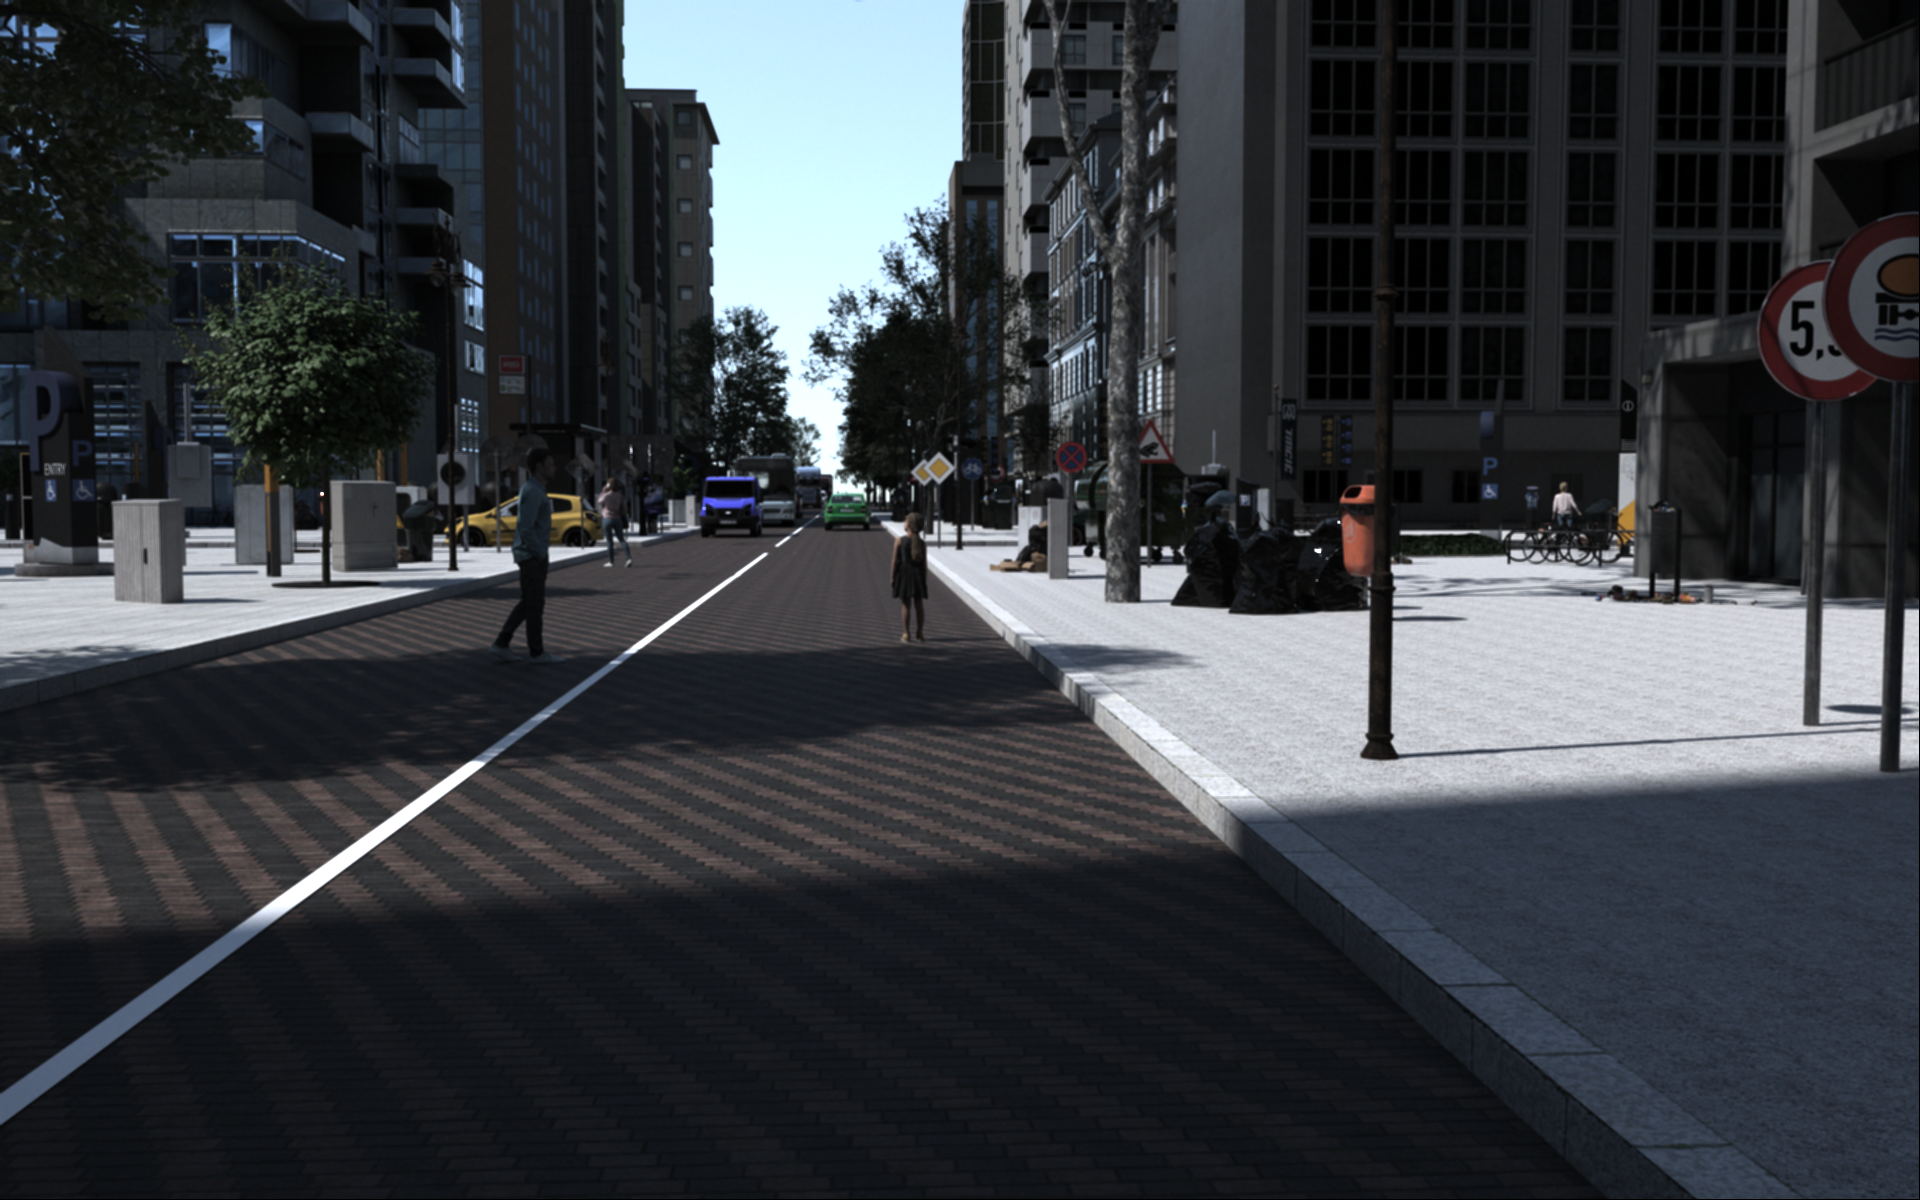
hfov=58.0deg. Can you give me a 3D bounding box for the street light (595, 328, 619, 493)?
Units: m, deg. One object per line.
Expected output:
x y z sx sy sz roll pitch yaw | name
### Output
-9.835 -4.625 48.406 0.468 5.910 1.993 0 4 -4 | street light

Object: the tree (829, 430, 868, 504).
-12.642 -19.881 235.416 12.009 13.543 11.850 0 3 0 | tree

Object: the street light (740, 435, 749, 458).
-13.875 -8.483 111.477 0.468 5.910 1.993 0 4 -4 | street light

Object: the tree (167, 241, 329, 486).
-20.038 -6.079 49.760 4.737 8.622 4.395 0 3 0 | tree

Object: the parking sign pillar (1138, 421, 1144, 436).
6.552 -4.536 62.639 1.447 3.967 1.447 -2 4 -24 | parking sign pillar

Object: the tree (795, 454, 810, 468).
-25.720 -20.216 280.893 4.737 8.622 4.395 0 3 0 | tree

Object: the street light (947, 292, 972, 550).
-0.012 -4.097 39.773 0.468 5.910 1.993 0 4 -4 | street light

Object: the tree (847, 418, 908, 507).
-8.027 -15.728 175.286 7.486 12.596 7.792 0 3 0 | tree

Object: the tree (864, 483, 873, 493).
-14.759 -17.481 280.417 1.663 3.219 1.824 0 3 0 | tree

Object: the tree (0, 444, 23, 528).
-36.608 -4.426 66.965 1.663 3.219 1.824 0 3 0 | tree

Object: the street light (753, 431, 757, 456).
-14.709 -9.292 124.719 0.468 5.910 1.993 0 4 -4 | street light

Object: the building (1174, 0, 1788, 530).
21.429 -16.719 66.857 24.014 27.812 14.314 0 4 -4 | building

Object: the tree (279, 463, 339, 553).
-14.618 -2.650 37.925 1.663 3.219 1.824 0 3 0 | tree

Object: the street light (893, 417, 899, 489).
-3.400 -7.277 91.766 0.468 5.910 1.993 0 4 -4 | street light

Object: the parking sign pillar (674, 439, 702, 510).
-13.280 -5.880 84.603 1.447 3.967 1.447 -2 4 -26 | parking sign pillar

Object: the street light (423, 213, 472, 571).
-8.479 -3.426 28.802 0.468 5.910 1.993 0 4 -4 | street light

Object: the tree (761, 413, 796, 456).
-16.402 -12.281 151.149 4.360 8.622 3.978 0 3 0 | tree

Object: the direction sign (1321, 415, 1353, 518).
10.760 -3.519 49.539 0.876 3.537 0.379 0 4 4 | direction sign

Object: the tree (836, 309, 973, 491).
-3.779 -12.723 114.683 9.857 13.997 8.962 0 3 0 | tree

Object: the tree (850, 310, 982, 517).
-2.567 -10.489 97.258 9.928 11.665 9.643 0 3 0 | tree

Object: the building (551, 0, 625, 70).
-32.788 -27.246 129.069 14.154 41.232 14.086 0 4 -4 | building

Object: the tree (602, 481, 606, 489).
-22.422 -7.177 111.940 1.663 3.219 1.824 0 3 0 | tree

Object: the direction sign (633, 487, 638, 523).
-14.564 -5.228 77.481 0.379 3.537 0.876 3 5 43 | direction sign

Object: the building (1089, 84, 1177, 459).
14.805 -15.058 87.993 13.314 21.916 24.055 0 4 -4 | building

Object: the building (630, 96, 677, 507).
-36.112 -29.901 172.480 14.154 41.232 14.086 0 4 -4 | building

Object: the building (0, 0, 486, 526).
-35.496 -47.014 81.345 22.319 86.520 31.000 0 4 -4 | building

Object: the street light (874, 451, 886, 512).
-6.253 -9.969 135.780 0.468 5.910 1.993 0 4 -4 | street light

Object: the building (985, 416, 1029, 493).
18.343 -29.725 177.886 32.217 40.220 23.993 0 4 -4 | building

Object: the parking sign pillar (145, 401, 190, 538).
-23.447 -3.816 50.857 1.447 3.967 1.447 -1 4 -9 | parking sign pillar

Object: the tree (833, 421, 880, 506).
-9.309 -16.767 191.151 9.611 12.733 9.660 0 3 0 | tree

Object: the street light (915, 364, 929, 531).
-1.333 -5.338 60.057 0.468 5.910 1.993 0 4 -4 | street light

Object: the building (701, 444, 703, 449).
-50.448 -34.465 255.386 32.217 40.220 23.993 0 4 -4 | building

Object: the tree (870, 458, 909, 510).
-5.613 -9.570 140.189 4.285 4.588 4.351 0 3 0 | tree

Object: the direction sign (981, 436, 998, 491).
1.149 -4.647 67.981 0.876 3.537 0.379 -3 5 -40 | direction sign

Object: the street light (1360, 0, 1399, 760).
2.042 -2.169 8.256 0.468 5.910 1.993 0 4 -4 | street light

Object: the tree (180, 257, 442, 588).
-8.963 -2.472 24.132 4.285 4.588 4.351 0 3 0 | tree

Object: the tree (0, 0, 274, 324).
-8.363 -5.642 10.378 7.486 12.596 7.792 0 3 0 | tree

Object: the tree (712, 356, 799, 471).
-17.017 -13.716 142.381 7.486 12.596 7.792 0 3 0 | tree

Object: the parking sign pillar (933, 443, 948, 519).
-0.812 -6.248 90.631 1.447 3.967 1.447 -1 4 -13 | parking sign pillar

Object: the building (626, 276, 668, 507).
-41.013 -18.720 151.103 27.650 21.520 28.899 0 4 -4 | building

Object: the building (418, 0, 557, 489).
-34.786 -28.327 113.254 14.600 45.320 14.200 0 4 -4 | building

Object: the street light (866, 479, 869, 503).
-10.302 -13.847 199.186 0.468 5.910 1.993 0 4 -4 | street light

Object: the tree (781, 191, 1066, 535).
-1.000 -7.339 54.401 8.767 10.594 7.601 0 4 -1 | tree

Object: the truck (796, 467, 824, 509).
-15.266 -11.356 175.431 2.967 4.110 18.799 0 4 -4 | truck

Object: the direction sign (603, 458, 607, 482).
-22.239 -7.194 109.626 0.379 3.537 0.876 3 5 41 | direction sign

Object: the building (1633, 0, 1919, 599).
21.231 -35.272 14.944 20.563 71.187 20.611 0 4 -4 | building

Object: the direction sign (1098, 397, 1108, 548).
3.544 -2.979 40.705 0.876 3.537 0.379 -3 5 -42 | direction sign

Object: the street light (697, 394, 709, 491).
-11.810 -6.553 79.928 0.468 5.910 1.993 0 4 -4 | street light

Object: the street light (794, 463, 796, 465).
-19.959 -14.404 208.288 0.468 5.910 1.993 0 4 -4 | street light

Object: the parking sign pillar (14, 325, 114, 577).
-14.155 -2.376 27.316 1.447 3.967 1.447 3 4 38 | parking sign pillar

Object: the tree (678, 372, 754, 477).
-14.666 -9.362 103.429 4.360 8.622 3.978 0 3 0 | tree

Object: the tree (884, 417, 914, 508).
-5.982 -12.451 153.936 4.360 8.622 3.978 0 3 0 | tree

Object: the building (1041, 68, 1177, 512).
12.798 -19.267 112.283 12.463 27.353 25.104 0 4 -4 | building

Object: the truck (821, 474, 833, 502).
-19.643 -15.866 248.315 2.839 4.237 11.283 0 4 -2 | truck

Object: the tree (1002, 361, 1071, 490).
4.143 -8.956 96.799 4.360 8.622 3.978 0 3 0 | tree

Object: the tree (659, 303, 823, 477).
-12.641 -10.280 93.830 9.928 11.665 9.643 0 3 0 | tree

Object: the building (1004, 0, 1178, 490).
18.386 -34.380 151.359 28.713 52.752 27.495 0 4 -4 | building

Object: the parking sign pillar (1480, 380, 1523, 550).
12.384 -3.170 40.302 1.447 3.967 1.447 1 4 21 | parking sign pillar

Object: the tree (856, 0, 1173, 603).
2.958 -10.102 21.057 12.611 20.169 13.585 0 3 0 | tree

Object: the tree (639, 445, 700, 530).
-11.120 -4.413 66.752 1.663 3.219 1.824 0 3 0 | tree
